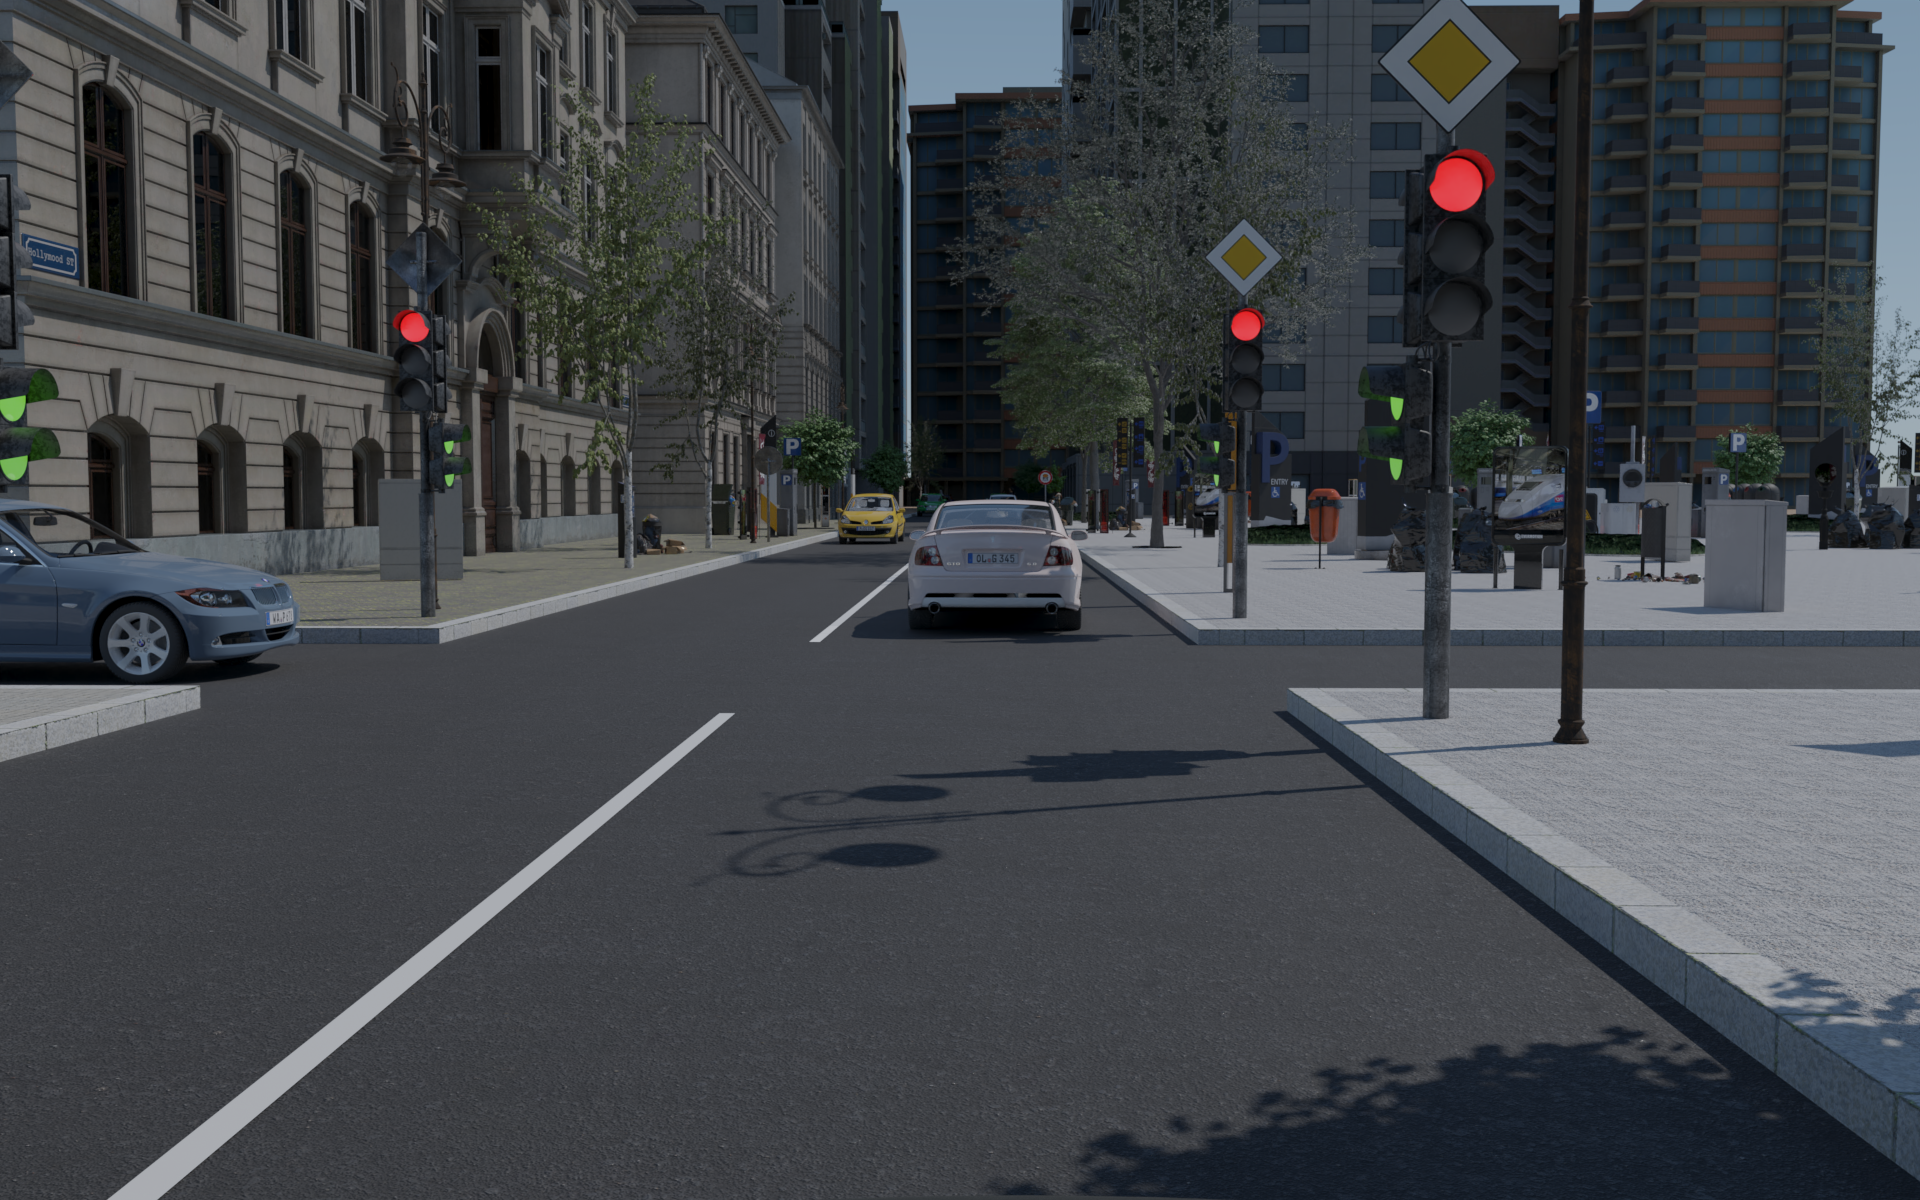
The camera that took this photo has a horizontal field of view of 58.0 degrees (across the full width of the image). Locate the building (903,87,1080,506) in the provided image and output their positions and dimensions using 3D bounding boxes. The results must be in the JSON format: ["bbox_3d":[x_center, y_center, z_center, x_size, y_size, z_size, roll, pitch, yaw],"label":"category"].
[{"bbox_3d":[7.201,-32.701,189.292,28.867,44.769,22.147,0,4,1],"label":"building"}]

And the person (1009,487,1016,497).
[{"bbox_3d":[2.791,-5.280,94.833,0.705,1.822,1.348,2,4,34],"label":"person"}]

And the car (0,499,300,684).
[{"bbox_3d":[-7.660,-0.117,13.917,4.499,1.417,2.014,0,4,2],"label":"car"}]

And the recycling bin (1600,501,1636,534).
[{"bbox_3d":[17.970,-2.126,47.317,0.722,1.027,0.722,0,4,0],"label":"recycling bin"}]

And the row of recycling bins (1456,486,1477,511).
[{"bbox_3d":[23.734,-4.680,83.636,3.534,1.692,1.069,0,4,-2],"label":"row of recycling bins"}]

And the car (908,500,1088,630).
[{"bbox_3d":[0.429,-0.449,19.704,2.083,1.381,4.827,0,4,2],"label":"car"}]

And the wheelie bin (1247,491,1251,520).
[{"bbox_3d":[14.534,-4.714,84.983,0.693,1.594,0.980,-2,4,-28],"label":"wheelie bin"}]

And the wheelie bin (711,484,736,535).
[{"bbox_3d":[-7.433,-2.831,54.187,0.980,1.594,0.693,1,4,15],"label":"wheelie bin"}]

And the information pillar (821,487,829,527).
[{"bbox_3d":[-5.237,-3.833,67.169,0.304,2.012,0.304,-1,4,-13],"label":"information pillar"}]

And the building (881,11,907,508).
[{"bbox_3d":[-12.335,-31.157,159.532,14.200,45.320,14.600,0,4,1],"label":"building"}]

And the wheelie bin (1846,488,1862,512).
[{"bbox_3d":[43.417,-4.668,84.227,0.693,1.594,0.980,3,5,41],"label":"wheelie bin"}]

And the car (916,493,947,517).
[{"bbox_3d":[-1.829,-6.269,111.294,1.959,1.807,4.718,0,4,1],"label":"car"}]

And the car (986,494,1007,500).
[{"bbox_3d":[2.940,-7.516,131.675,1.959,1.807,4.718,0,4,0],"label":"car"}]

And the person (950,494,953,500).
[{"bbox_3d":[-0.856,-9.029,159.382,0.557,1.426,1.065,2,4,26],"label":"person"}]

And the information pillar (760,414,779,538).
[{"bbox_3d":[-5.617,-3.643,50.920,0.504,3.616,0.183,-2,4,-27],"label":"information pillar"}]

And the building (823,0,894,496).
[{"bbox_3d":[-12.957,-28.161,144.029,14.154,41.232,14.086,0,4,1],"label":"building"}]

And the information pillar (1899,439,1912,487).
[{"bbox_3d":[40.349,-5.053,73.973,0.504,3.616,0.183,1,4,20],"label":"information pillar"}]

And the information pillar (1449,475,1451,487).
[{"bbox_3d":[18.546,-3.767,66.077,0.304,2.012,0.304,0,4,8],"label":"information pillar"}]

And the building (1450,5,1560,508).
[{"bbox_3d":[44.646,-31.047,157.732,14.200,45.320,14.600,0,4,1],"label":"building"}]

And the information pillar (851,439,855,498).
[{"bbox_3d":[-4.552,-5.034,73.661,0.183,3.616,0.504,0,4,8],"label":"information pillar"}]

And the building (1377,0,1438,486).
[{"bbox_3d":[17.343,-40.914,107.190,20.563,71.187,20.611,0,4,1],"label":"building"}]

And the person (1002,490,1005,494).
[{"bbox_3d":[4.083,-9.318,160.864,0.705,1.822,1.348,-1,4,-16],"label":"person"}]

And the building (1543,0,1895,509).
[{"bbox_3d":[66.114,-30.564,154.347,28.867,44.769,22.147,0,4,1],"label":"building"}]

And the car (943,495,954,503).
[{"bbox_3d":[-1.463,-7.700,138.483,1.945,1.354,3.894,0,4,2],"label":"car"}]

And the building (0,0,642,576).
[{"bbox_3d":[-15.682,-13.303,36.594,14.460,24.649,34.723,0,4,1],"label":"building"}]

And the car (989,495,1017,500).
[{"bbox_3d":[2.126,-4.497,85.520,2.014,1.417,4.499,0,4,2],"label":"car"}]

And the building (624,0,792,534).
[{"bbox_3d":[-12.574,-12.203,64.150,10.561,19.102,19.286,0,4,1],"label":"building"}]

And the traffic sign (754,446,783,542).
[{"bbox_3d":[-5.118,-2.821,46.236,0.768,2.556,0.104,0,4,4],"label":"traffic sign"}]

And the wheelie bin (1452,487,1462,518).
[{"bbox_3d":[23.403,-4.546,82.241,0.693,1.594,0.980,-1,4,-15],"label":"wheelie bin"}]

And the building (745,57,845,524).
[{"bbox_3d":[-11.131,-14.291,82.808,9.793,20.994,18.267,0,4,1],"label":"building"}]

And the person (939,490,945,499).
[{"bbox_3d":[-1.545,-7.534,132.418,1.217,1.736,0.721,3,5,43],"label":"person"}]

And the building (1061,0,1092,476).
[{"bbox_3d":[22.824,-34.434,152.231,28.713,52.752,27.495,0,4,1],"label":"building"}]

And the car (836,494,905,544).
[{"bbox_3d":[-2.579,-2.489,50.923,2.015,1.641,3.980,0,4,2],"label":"car"}]

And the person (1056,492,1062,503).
[{"bbox_3d":[9.779,-10.041,172.670,1.348,1.824,0.705,-3,5,-43],"label":"person"}]

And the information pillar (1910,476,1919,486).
[{"bbox_3d":[38.085,-3.949,69.053,0.304,2.012,0.304,-1,4,-11],"label":"information pillar"}]

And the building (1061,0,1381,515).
[{"bbox_3d":[18.252,-42.171,127.748,20.563,71.187,20.611,0,4,1],"label":"building"}]

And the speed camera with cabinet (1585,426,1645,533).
[{"bbox_3d":[18.753,-3.418,50.215,2.038,3.252,0.660,1,4,19],"label":"speed camera with cabinet"}]

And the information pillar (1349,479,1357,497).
[{"bbox_3d":[19.519,-4.989,86.057,0.304,2.012,0.304,-3,5,-43],"label":"information pillar"}]

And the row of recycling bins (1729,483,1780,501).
[{"bbox_3d":[31.181,-3.754,68.489,1.069,1.692,3.534,0,4,-6],"label":"row of recycling bins"}]

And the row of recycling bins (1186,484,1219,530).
[{"bbox_3d":[9.188,-3.446,63.451,1.069,1.692,3.534,-1,4,-11],"label":"row of recycling bins"}]

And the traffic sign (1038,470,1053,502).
[{"bbox_3d":[4.600,-5.699,93.288,0.768,2.556,0.104,0,4,7],"label":"traffic sign"}]

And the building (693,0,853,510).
[{"bbox_3d":[-13.852,-20.148,101.126,14.160,30.474,14.107,0,4,1],"label":"building"}]
